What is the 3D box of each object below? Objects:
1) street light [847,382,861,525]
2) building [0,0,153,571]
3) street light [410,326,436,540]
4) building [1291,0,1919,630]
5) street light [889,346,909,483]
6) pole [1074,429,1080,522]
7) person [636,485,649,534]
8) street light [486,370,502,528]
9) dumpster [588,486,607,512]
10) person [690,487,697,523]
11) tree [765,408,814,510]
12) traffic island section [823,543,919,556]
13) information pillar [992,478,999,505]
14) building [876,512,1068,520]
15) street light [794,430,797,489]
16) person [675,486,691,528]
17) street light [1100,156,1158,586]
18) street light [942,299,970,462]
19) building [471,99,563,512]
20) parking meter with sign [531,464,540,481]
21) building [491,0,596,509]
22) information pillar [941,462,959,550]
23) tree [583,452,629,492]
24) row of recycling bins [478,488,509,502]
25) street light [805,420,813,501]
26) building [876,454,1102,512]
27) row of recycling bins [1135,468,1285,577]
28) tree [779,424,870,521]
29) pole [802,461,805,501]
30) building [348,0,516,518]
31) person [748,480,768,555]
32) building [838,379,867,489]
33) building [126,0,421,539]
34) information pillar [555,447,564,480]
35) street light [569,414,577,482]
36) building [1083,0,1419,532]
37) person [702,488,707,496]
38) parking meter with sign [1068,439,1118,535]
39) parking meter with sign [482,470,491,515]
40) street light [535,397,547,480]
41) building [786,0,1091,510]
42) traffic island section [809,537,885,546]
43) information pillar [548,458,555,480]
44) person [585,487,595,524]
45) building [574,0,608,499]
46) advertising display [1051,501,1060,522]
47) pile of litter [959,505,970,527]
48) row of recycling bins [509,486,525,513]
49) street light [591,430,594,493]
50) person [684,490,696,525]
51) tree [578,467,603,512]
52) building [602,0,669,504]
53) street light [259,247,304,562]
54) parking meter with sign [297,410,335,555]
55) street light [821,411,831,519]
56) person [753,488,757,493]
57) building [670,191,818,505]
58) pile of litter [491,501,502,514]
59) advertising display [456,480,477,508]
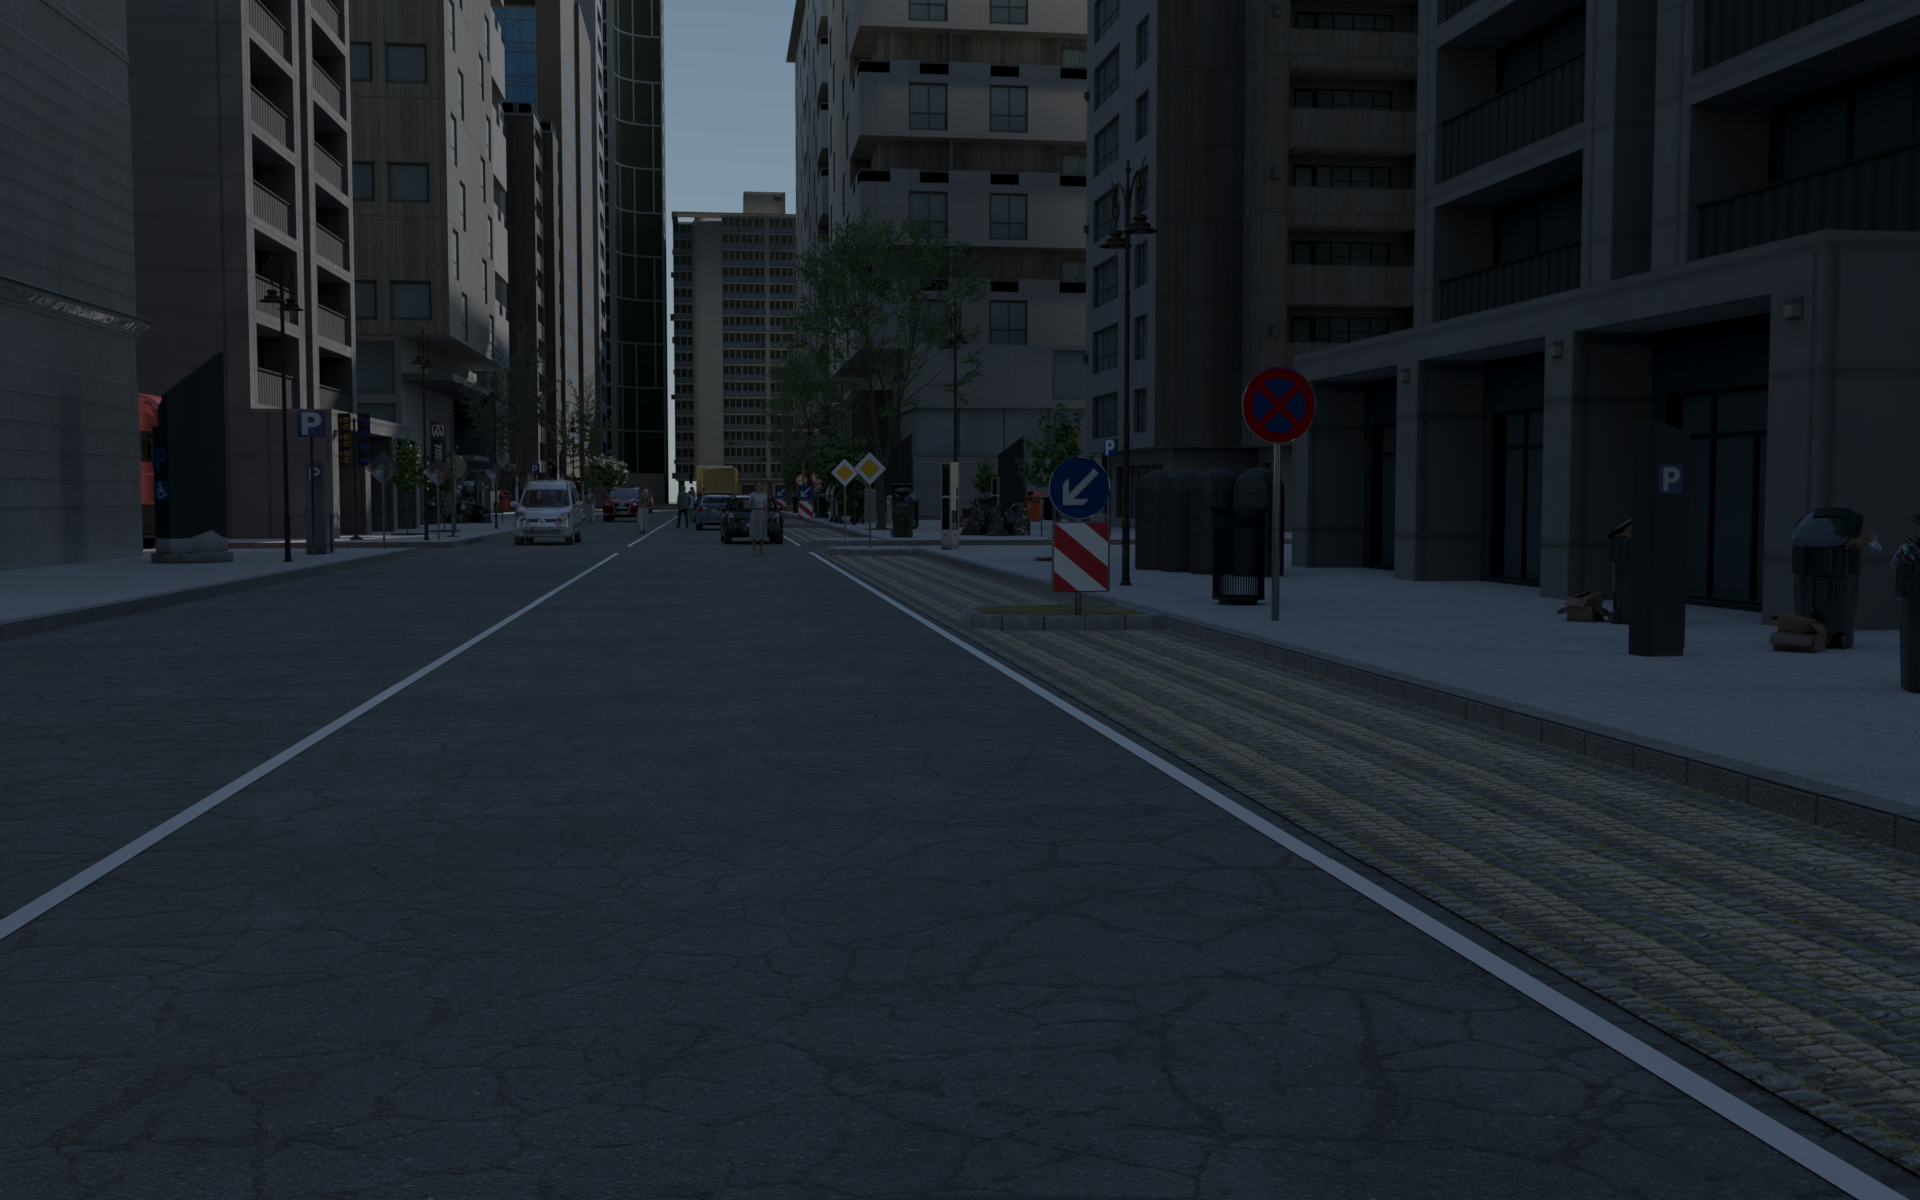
[{"bbox_3d":[-4.392,-6.049,71.685,0.468,5.910,1.993,0,4,-8],"label":"street light"},{"bbox_3d":[-37.086,-15.160,24.284,44.131,29.872,17.030,0,4,-8],"label":"building"},{"bbox_3d":[-14.775,-4.587,47.793,0.468,5.910,1.993,0,4,-8],"label":"street light"},{"bbox_3d":[17.456,-35.578,19.959,20.563,71.187,20.611,0,4,-8],"label":"building"},{"bbox_3d":[-1.903,-4.980,54.204,0.468,5.910,1.993,0,4,-8],"label":"street light"},{"bbox_3d":[3.543,-3.588,52.500,0.158,3.312,0.155,0,3,0],"label":"pole"},{"bbox_3d":[-11.487,-3.272,62.549,0.362,1.759,0.519,2,4,31],"label":"person"},{"bbox_3d":[-17.320,-5.612,64.548,0.468,5.910,1.993,0,4,-8],"label":"street light"},{"bbox_3d":[-25.234,-7.006,120.300,1.264,1.857,1.865,0,4,-8],"label":"dumpster"},{"bbox_3d":[-13.162,-4.705,85.613,0.473,1.802,0.592,2,4,24],"label":"person"},{"bbox_3d":[-13.535,-11.546,139.138,4.737,8.622,4.395,0,3,0],"label":"tree"},{"bbox_3d":[-2.130,-1.169,41.399,2.009,0.180,2.903,0,4,-8],"label":"traffic island section"},{"bbox_3d":[1.584,-4.466,77.508,0.304,2.012,0.304,1,4,12],"label":"information pillar"},{"bbox_3d":[6.732,-31.171,98.886,28.713,52.752,27.495,0,4,-8],"label":"building"},{"bbox_3d":[-11.685,-9.185,122.961,0.468,5.910,1.993,0,4,-8],"label":"street light"},{"bbox_3d":[-11.725,-3.934,73.218,0.661,1.777,0.834,-3,4,-38],"label":"person"},{"bbox_3d":[2.324,-3.140,24.122,0.468,5.910,1.993,0,4,-8],"label":"street light"},{"bbox_3d":[-0.109,-4.184,41.203,0.468,5.910,1.993,0,4,-8],"label":"street light"},{"bbox_3d":[-37.153,-21.757,127.430,14.160,30.474,14.107,0,4,-8],"label":"building"},{"bbox_3d":[-24.562,-6.466,101.975,0.543,3.016,1.738,1,4,17],"label":"parking meter with sign"},{"bbox_3d":[-40.469,-30.916,155.583,14.600,45.320,14.200,0,4,-8],"label":"building"},{"bbox_3d":[-0.234,-2.172,40.007,0.304,2.012,0.304,3,4,39],"label":"information pillar"},{"bbox_3d":[-29.240,-9.846,144.698,4.285,4.588,4.351,0,3,0],"label":"tree"},{"bbox_3d":[-32.958,-6.906,120.022,3.534,1.692,1.069,0,4,-2],"label":"row of recycling bins"},{"bbox_3d":[-9.197,-8.130,105.705,0.468,5.910,1.993,0,4,-8],"label":"street light"},{"bbox_3d":[0.251,-34.721,156.929,28.713,52.752,27.495,0,4,-8],"label":"building"},{"bbox_3d":[4.012,-1.293,28.257,1.069,1.692,3.534,-2,4,-28],"label":"row of recycling bins"},{"bbox_3d":[-5.635,-5.993,81.695,4.285,4.588,4.351,0,3,0],"label":"tree"},{"bbox_3d":[-9.779,-6.992,108.161,0.158,3.312,0.155,0,3,0],"label":"pole"},{"bbox_3d":[-38.784,-30.647,90.318,28.713,52.752,27.495,0,4,-8],"label":"building"},{"bbox_3d":[-4.733,-1.933,40.680,0.480,1.755,0.524,-1,4,-22],"label":"person"},{"bbox_3d":[-2.762,-22.282,136.012,14.160,30.474,14.107,0,4,-8],"label":"building"},{"bbox_3d":[-29.581,-37.815,56.520,20.563,71.187,20.611,0,4,-8],"label":"building"},{"bbox_3d":[-19.778,-5.789,86.000,0.183,3.616,0.504,0,4,6],"label":"information pillar"},{"bbox_3d":[-21.964,-7.683,98.406,0.468,5.910,1.993,0,4,-8],"label":"street light"},{"bbox_3d":[12.758,-17.795,62.655,14.107,30.474,14.160,0,4,-8],"label":"building"},{"bbox_3d":[-15.680,-5.968,106.192,0.853,1.813,0.709,-3,4,-39],"label":"person"},{"bbox_3d":[4.127,-3.544,54.201,1.738,3.016,0.543,-3,5,-41],"label":"parking meter with sign"},{"bbox_3d":[-29.749,-6.885,108.834,0.543,3.016,1.738,-2,4,-26],"label":"parking meter with sign"},{"bbox_3d":[-19.586,-6.627,81.144,0.468,5.910,1.993,0,4,-8],"label":"street light"},{"bbox_3d":[-3.399,-36.396,184.306,28.713,52.752,27.495,0,4,-8],"label":"building"},{"bbox_3d":[-3.252,-1.653,49.305,2.009,0.180,2.903,0,4,-8],"label":"traffic island section"},{"bbox_3d":[-26.611,-7.443,113.055,0.504,3.616,0.183,0,4,8],"label":"information pillar"},{"bbox_3d":[-17.805,-4.541,83.287,0.519,1.759,0.362,1,4,8],"label":"person"},{"bbox_3d":[-51.648,-39.078,180.925,28.212,58.520,21.231,0,4,-8],"label":"building"},{"bbox_3d":[4.455,-4.575,80.019,0.123,1.923,0.974,-1,4,-19],"label":"advertising display"},{"bbox_3d":[0.102,-3.257,67.222,1.176,0.858,1.719,-1,4,-16],"label":"pile of litter"},{"bbox_3d":[-21.770,-5.061,89.860,3.534,1.692,1.069,3,5,40],"label":"row of recycling bins"},{"bbox_3d":[-24.475,-8.711,115.205,0.468,5.910,1.993,0,4,-8],"label":"street light"},{"bbox_3d":[-12.562,-4.298,80.584,0.589,1.601,0.330,-3,4,-36],"label":"person"},{"bbox_3d":[-26.590,-7.915,124.004,1.663,3.219,1.824,0,3,0],"label":"tree"},{"bbox_3d":[-47.317,-47.580,216.188,20.611,71.187,20.563,0,4,-8],"label":"building"},{"bbox_3d":[-12.734,-3.661,32.641,0.468,5.910,1.993,0,4,-8],"label":"street light"},{"bbox_3d":[-13.718,-2.493,37.016,0.543,3.016,1.738,-1,4,-12],"label":"parking meter with sign"},{"bbox_3d":[-6.829,-7.081,88.562,0.468,5.910,1.993,0,4,-8],"label":"street light"},{"bbox_3d":[-9.641,-4.452,82.122,0.563,1.720,0.643,2,4,32],"label":"person"},{"bbox_3d":[-25.381,-32.628,225.353,23.993,40.220,32.217,0,4,-8],"label":"building"},{"bbox_3d":[-30.939,-6.166,114.775,1.176,0.858,1.719,3,5,43],"label":"pile of litter"},{"bbox_3d":[-22.825,-4.575,80.009,0.974,1.923,0.123,0,4,4],"label":"advertising display"}]
